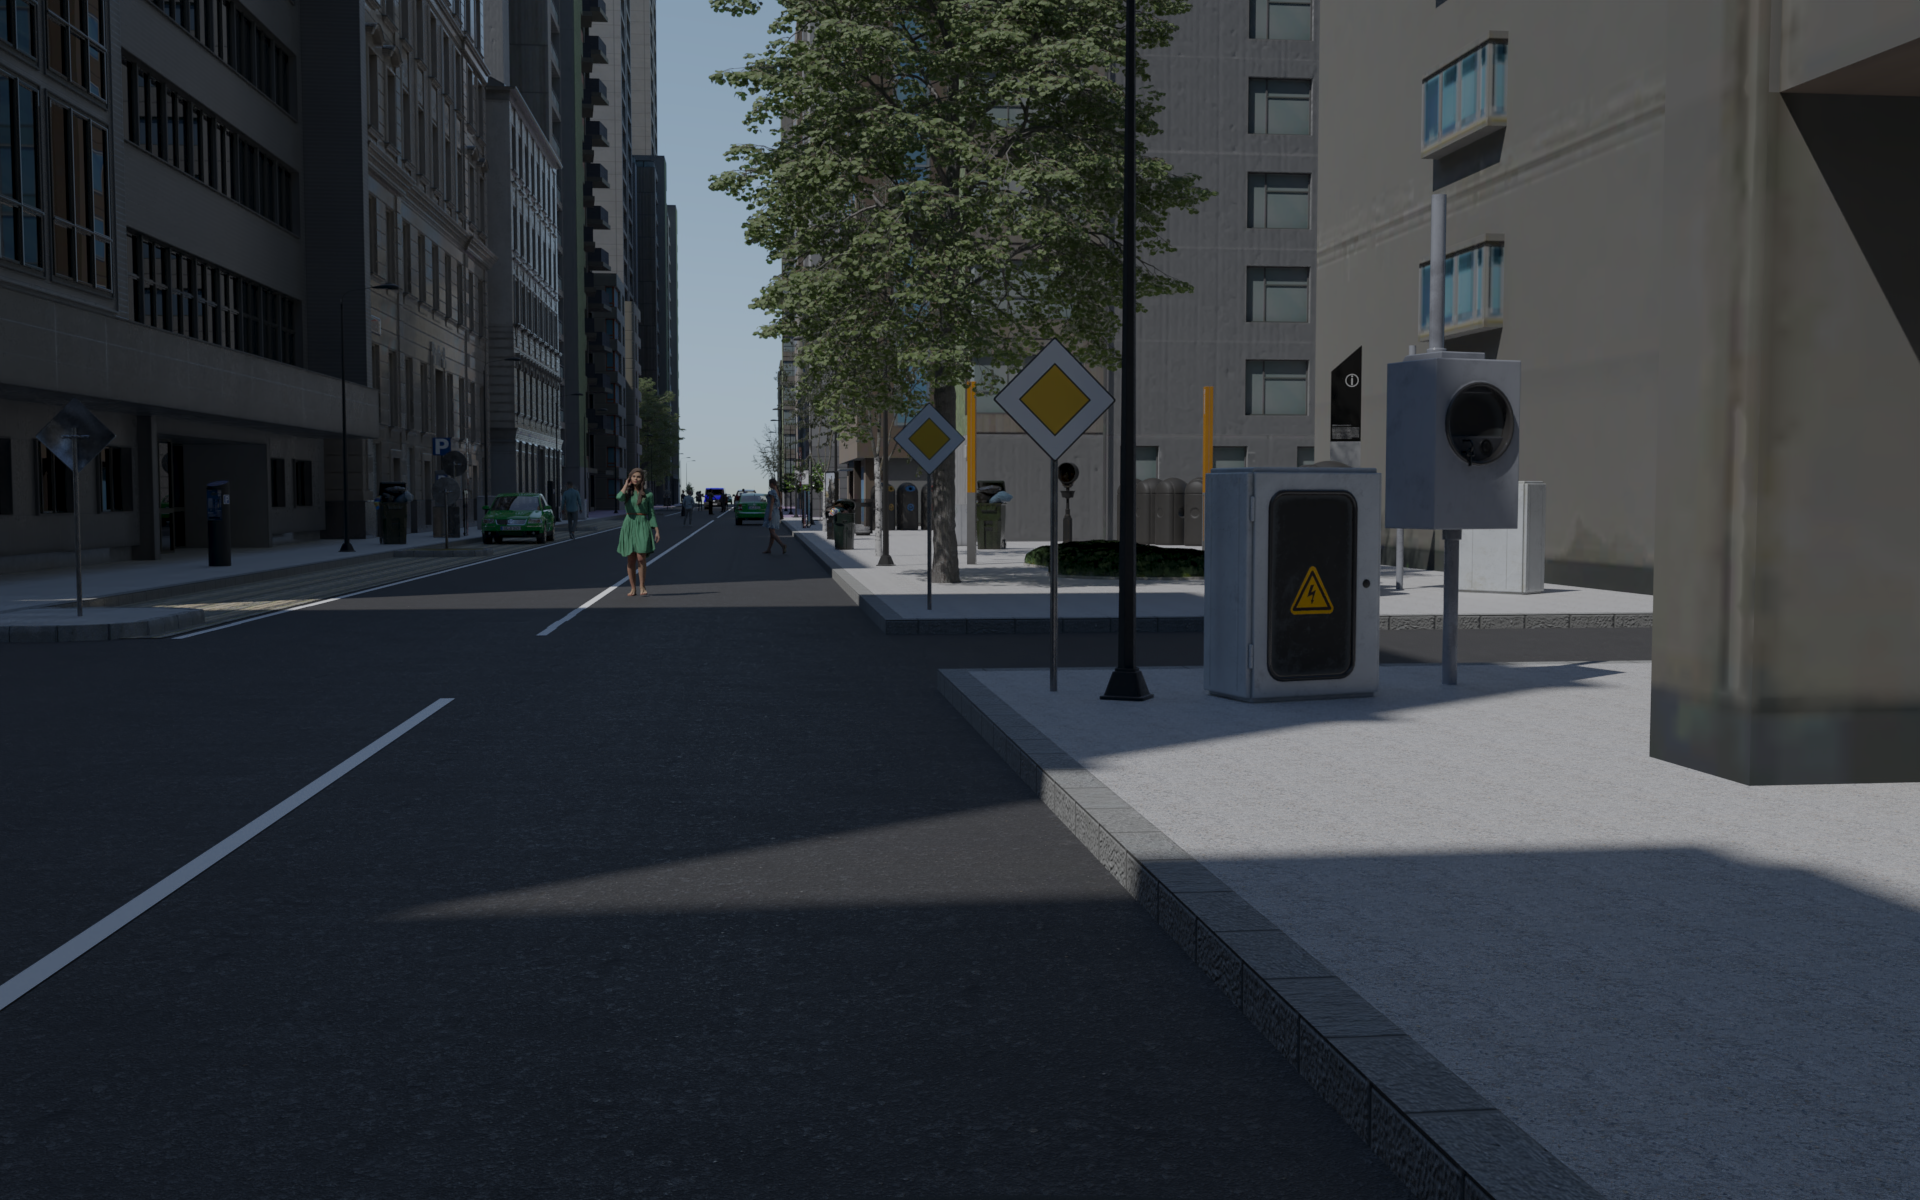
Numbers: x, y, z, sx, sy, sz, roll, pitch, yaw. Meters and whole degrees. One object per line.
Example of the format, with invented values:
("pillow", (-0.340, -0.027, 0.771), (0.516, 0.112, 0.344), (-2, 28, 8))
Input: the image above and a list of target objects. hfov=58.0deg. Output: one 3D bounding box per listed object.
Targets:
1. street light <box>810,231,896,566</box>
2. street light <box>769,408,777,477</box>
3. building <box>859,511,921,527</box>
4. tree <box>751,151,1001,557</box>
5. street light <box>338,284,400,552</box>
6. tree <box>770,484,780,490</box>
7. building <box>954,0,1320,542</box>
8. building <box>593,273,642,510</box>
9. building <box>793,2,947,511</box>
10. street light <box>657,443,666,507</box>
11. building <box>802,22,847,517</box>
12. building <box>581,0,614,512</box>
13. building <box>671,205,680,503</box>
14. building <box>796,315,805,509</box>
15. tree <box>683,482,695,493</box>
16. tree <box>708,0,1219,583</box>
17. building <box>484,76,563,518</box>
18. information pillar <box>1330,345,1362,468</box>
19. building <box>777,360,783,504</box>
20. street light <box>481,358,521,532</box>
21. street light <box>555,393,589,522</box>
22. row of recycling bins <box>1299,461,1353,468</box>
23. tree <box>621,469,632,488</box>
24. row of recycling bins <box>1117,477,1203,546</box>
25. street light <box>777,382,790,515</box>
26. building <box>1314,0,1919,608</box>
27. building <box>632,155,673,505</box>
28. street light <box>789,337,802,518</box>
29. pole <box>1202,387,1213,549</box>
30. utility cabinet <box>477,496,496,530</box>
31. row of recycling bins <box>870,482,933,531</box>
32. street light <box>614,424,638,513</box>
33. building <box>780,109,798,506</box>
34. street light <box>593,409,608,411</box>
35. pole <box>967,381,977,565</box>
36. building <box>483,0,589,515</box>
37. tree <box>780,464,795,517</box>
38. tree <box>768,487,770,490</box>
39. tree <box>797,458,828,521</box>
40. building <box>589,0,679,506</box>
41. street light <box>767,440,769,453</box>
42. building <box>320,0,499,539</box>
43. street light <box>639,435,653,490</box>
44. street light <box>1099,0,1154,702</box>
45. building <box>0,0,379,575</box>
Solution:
("street light", (-1.862, -3.558, 30.723), (1.470, 5.913, 1.316), (0, 4, -7))
("street light", (-9.426, -7.410, 93.696), (1.470, 5.913, 1.316), (0, 4, -7))
("building", (1.982, -25.954, 74.456), (14.600, 45.320, 14.200), (0, 4, -7))
("tree", (-1.496, -5.190, 35.217), (4.360, 8.622, 3.978), (0, 3, 0))
("street light", (-13.093, -4.028, 38.393), (1.470, 5.913, 1.316), (0, 4, -7))
("tree", (-14.756, -9.307, 146.764), (1.663, 3.219, 1.824), (0, 3, 0))
("building", (6.422, -22.584, 52.851), (14.154, 41.232, 14.086), (0, 4, -7))
("building", (-42.276, -18.559, 148.481), (27.650, 21.520, 28.899), (0, 4, -7))
("building", (-8.394, -31.297, 161.819), (14.600, 45.320, 14.200), (0, 4, -7))
("street light", (-27.223, -11.220, 155.982), (1.470, 5.913, 1.316), (0, 4, -7))
("building", (0.480, -34.764, 110.395), (21.231, 58.520, 28.212), (0, 4, -7))
("building", (-35.864, -28.398, 118.936), (22.147, 44.769, 28.867), (0, 4, -7))
("building", (-45.903, -33.862, 237.244), (14.154, 41.232, 14.086), (0, 4, -7))
("building", (0.815, -18.162, 141.980), (27.650, 21.520, 28.899), (0, 4, -7))
("tree", (-39.360, -15.678, 250.934), (1.663, 3.219, 1.824), (0, 3, 0))
("tree", (0.061, -6.499, 24.392), (7.486, 12.596, 7.792), (0, 3, 0))
("building", (-24.738, -14.256, 82.236), (9.793, 20.994, 18.267), (0, 4, -7))
("information pillar", (6.099, -2.202, 27.353), (0.504, 3.616, 0.183), (1, 4, 13))
("building", (-11.091, -24.099, 239.065), (27.650, 21.520, 28.899), (0, 4, -7))
("street light", (-15.622, -5.289, 59.017), (1.470, 5.913, 1.316), (0, 4, -7))
("street light", (-18.010, -6.556, 79.737), (1.470, 5.913, 1.316), (0, 4, -7))
("row of recycling bins", (4.791, -0.966, 22.915), (1.069, 1.692, 3.534), (0, 4, 7))
("tree", (-24.869, -8.335, 130.879), (1.663, 3.219, 1.824), (0, 3, 0))
("row of recycling bins", (5.191, -2.248, 43.875), (1.069, 1.692, 3.534), (-2, 4, -32))
("street light", (-6.723, -6.076, 71.885), (1.470, 5.913, 1.316), (0, 4, -7))
("building", (18.109, -24.887, 30.606), (21.600, 48.544, 21.300), (0, 4, -7))
("building", (-41.542, -31.737, 202.502), (14.154, 41.232, 14.086), (0, 4, -7))
("street light", (-4.223, -4.818, 51.312), (1.470, 5.913, 1.316), (0, 4, -7))
("pole", (4.713, -2.392, 32.954), (0.158, 3.312, 0.155), (0, 3, 0))
("utility cabinet", (-16.898, -3.142, 62.531), (1.020, 1.237, 0.306), (0, 4, 5))
("row of recycling bins", (-1.455, -3.326, 61.485), (3.534, 1.692, 1.069), (-1, 4, -18))
("street light", (-22.290, -8.703, 114.828), (1.470, 5.913, 1.316), (0, 4, -7))
("building", (-12.234, -30.786, 186.942), (14.154, 41.232, 14.086), (0, 4, -7))
("street light", (-19.858, -7.444, 94.247), (1.470, 5.913, 1.316), (0, 4, -7))
("pole", (0.214, -2.300, 31.454), (0.158, 3.312, 0.155), (0, 3, 0))
("building", (-29.066, -25.346, 98.009), (14.154, 41.232, 14.086), (0, 4, -7))
("tree", (-8.938, -6.169, 95.468), (1.663, 3.219, 1.824), (0, 3, 0))
("tree", (-21.642, -12.662, 201.617), (1.663, 3.219, 1.824), (0, 3, 0))
("tree", (-6.881, -5.437, 83.489), (1.663, 3.219, 1.824), (0, 3, 0))
("building", (-46.383, -47.719, 218.450), (20.563, 71.187, 20.611), (0, 4, -7))
("street light", (-11.084, -8.272, 107.792), (1.470, 5.913, 1.316), (0, 4, -7))
("building", (-23.890, -16.049, 59.657), (12.463, 27.353, 25.104), (0, 4, -7))
("street light", (-24.701, -9.962, 135.412), (1.470, 5.913, 1.316), (0, 4, -7))
("street light", (0.510, -2.330, 10.639), (1.470, 5.913, 1.316), (0, 4, -7))
("building", (-21.241, -13.010, 31.781), (14.314, 24.678, 30.058), (0, 4, -7))
